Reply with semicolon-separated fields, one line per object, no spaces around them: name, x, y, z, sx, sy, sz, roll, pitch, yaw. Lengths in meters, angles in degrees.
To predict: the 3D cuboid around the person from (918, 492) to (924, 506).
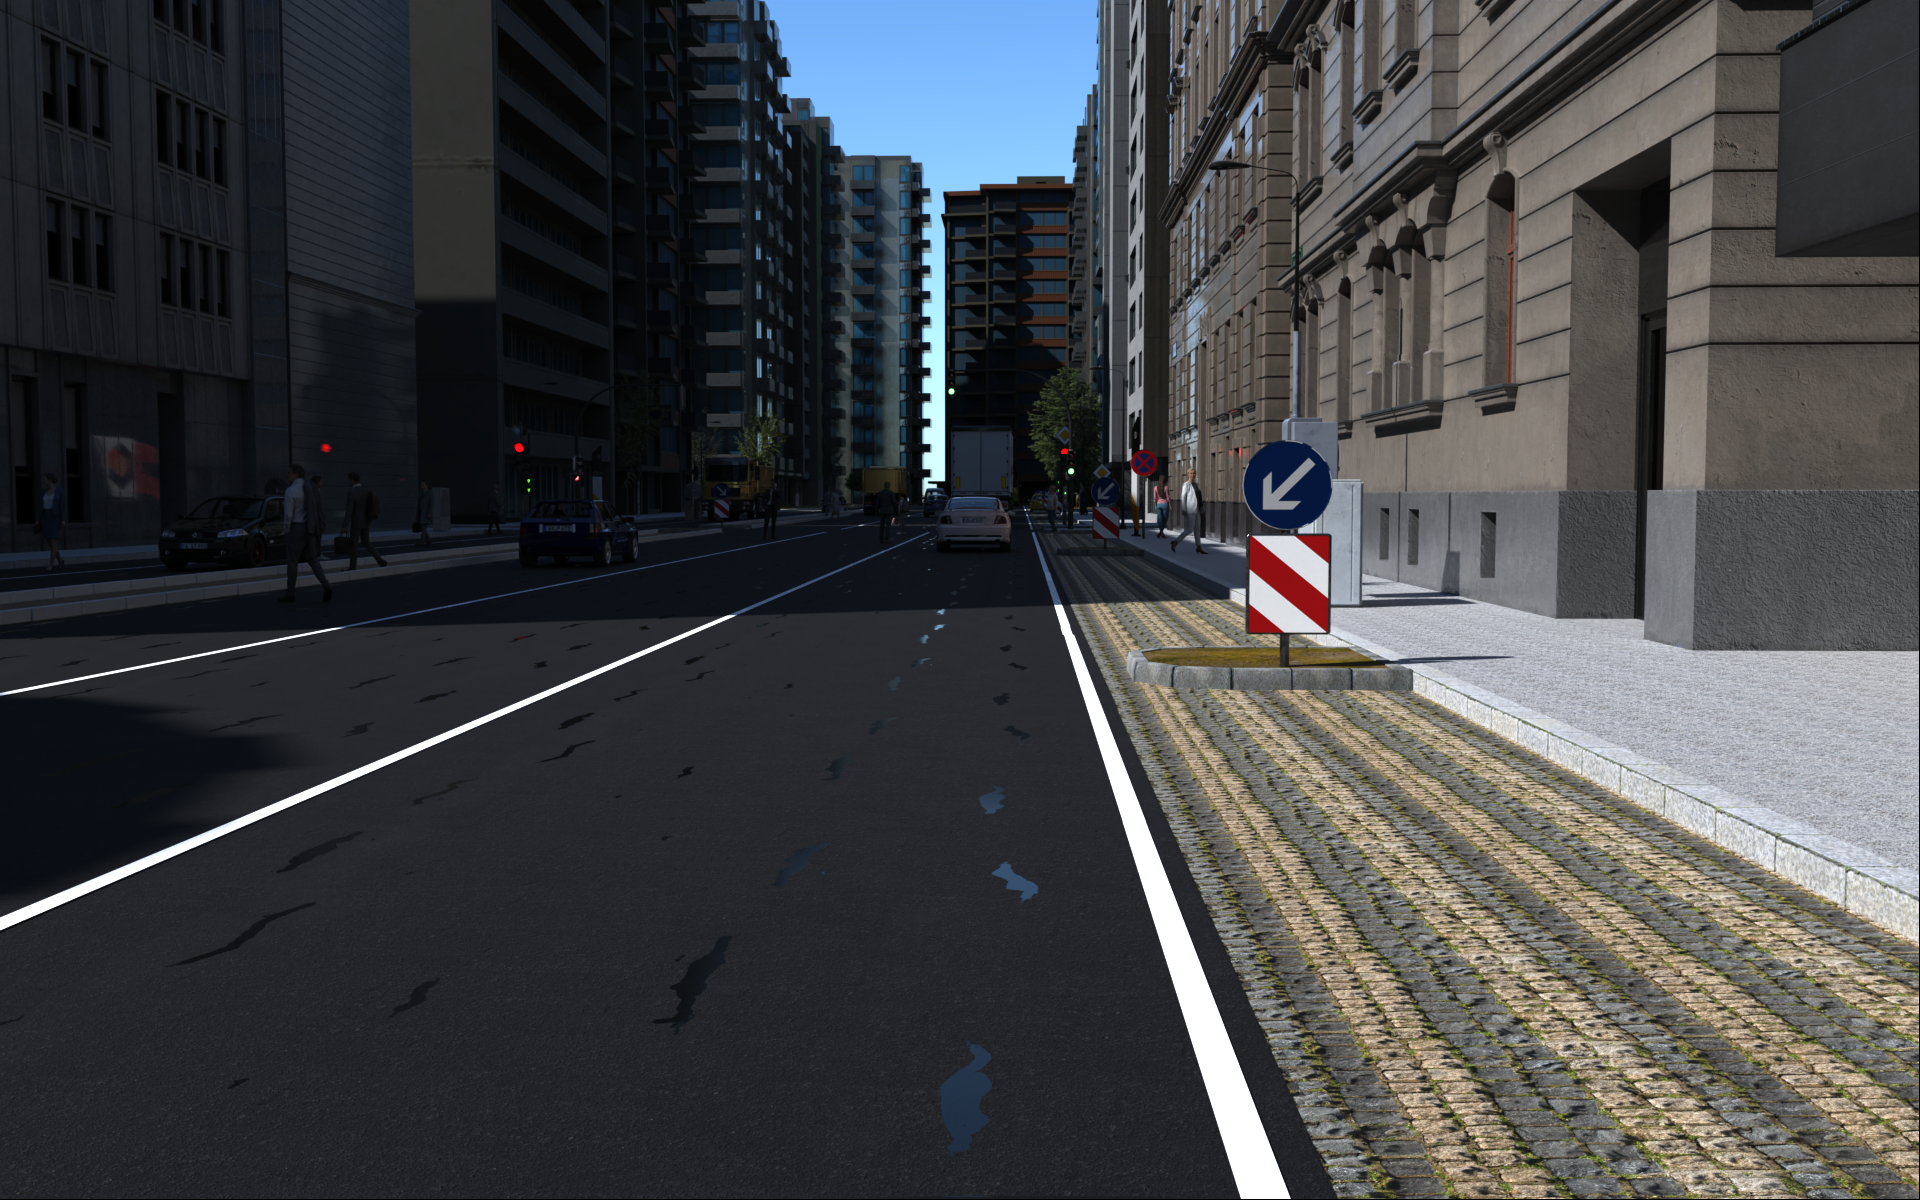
person;-4.604;-12.196;208.616;0.721;1.743;1.217;-3;5;-44

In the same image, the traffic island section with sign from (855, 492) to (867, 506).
traffic island section with sign;-11.124;-11.759;200.880;1.989;1.847;2.006;0;4;2

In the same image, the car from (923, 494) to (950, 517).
car;-1.345;-5.895;108.386;2.014;1.417;4.499;0;4;1

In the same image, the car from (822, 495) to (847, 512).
car;-9.862;-7.562;136.221;1.945;1.354;3.894;0;4;2

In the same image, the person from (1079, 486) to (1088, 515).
person;7.477;-6.029;105.031;0.576;1.772;0.534;3;5;39

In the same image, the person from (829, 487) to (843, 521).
person;-6.576;-5.065;91.664;0.694;1.780;0.624;-2;4;-32

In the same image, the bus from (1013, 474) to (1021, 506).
bus;6.047;-13.663;214.934;2.896;3.916;12.252;0;4;3

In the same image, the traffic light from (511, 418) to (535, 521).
traffic light;-16.137;-4.584;63.862;0.839;4.253;0.868;0;4;2

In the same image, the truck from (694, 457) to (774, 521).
truck;-11.991;-5.979;93.688;3.469;3.379;9.791;0;4;2

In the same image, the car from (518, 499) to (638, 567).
car;-7.700;-1.385;35.233;1.945;1.354;3.894;0;4;2

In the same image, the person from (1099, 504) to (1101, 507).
person;12.320;-8.801;153.169;0.599;1.433;0.991;-2;4;-32

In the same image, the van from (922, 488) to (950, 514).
van;-1.704;-7.024;121.848;2.013;2.044;4.112;0;4;1

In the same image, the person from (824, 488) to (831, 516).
person;-8.102;-5.999;106.791;0.583;1.804;0.606;-3;5;-43

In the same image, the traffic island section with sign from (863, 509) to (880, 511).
traffic island section with sign;-7.134;-8.464;146.516;2.006;1.907;1.989;0;4;2

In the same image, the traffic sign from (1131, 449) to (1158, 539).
traffic sign;5.245;-3.016;49.418;0.768;2.556;0.104;0;4;4

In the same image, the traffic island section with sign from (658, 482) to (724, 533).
traffic island section with sign;-9.980;-3.418;64.019;2.006;1.907;1.989;0;4;2

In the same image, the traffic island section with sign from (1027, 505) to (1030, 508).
traffic island section with sign;7.845;-10.052;172.972;1.989;1.847;2.006;0;4;2

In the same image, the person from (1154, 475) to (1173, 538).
person;5.903;-2.703;50.246;0.555;1.821;0.388;1;4;18

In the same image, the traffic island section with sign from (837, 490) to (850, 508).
traffic island section with sign;-12.061;-10.111;173.942;1.989;1.847;2.006;0;4;2

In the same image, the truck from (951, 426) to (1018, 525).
truck;1.101;-5.376;76.810;2.839;4.237;11.283;0;4;3

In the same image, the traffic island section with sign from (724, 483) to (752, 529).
traffic island section with sign;-9.715;-3.871;71.422;2.006;1.907;1.989;0;4;2

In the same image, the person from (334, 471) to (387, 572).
person;-10.632;-1.361;30.714;0.822;1.834;0.622;1;4;14

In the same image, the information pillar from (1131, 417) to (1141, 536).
information pillar;5.340;-3.749;52.650;0.183;3.616;0.504;-1;4;-15

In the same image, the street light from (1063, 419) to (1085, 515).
street light;7.065;-8.235;107.179;1.470;5.913;1.316;0;4;2

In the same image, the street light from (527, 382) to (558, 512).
street light;-17.331;-6.070;71.784;1.470;5.913;1.316;0;4;2

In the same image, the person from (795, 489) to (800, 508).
person;-15.001;-9.380;160.082;0.551;1.740;0.621;2;4;29

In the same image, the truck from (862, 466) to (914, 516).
truck;-5.063;-7.521;118.900;3.469;3.379;9.791;0;4;1

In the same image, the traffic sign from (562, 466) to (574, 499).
traffic sign;-17.395;-4.725;77.357;0.768;2.556;0.104;1;4;8

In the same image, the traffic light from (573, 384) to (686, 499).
traffic light;-13.768;-5.941;71.806;4.771;5.953;1.251;0;4;2

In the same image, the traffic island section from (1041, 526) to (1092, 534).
traffic island section;4.052;-2.509;63.298;2.009;0.180;2.903;0;4;2

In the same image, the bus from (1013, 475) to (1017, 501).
bus;1.718;-6.340;98.515;2.948;3.499;13.247;0;4;2

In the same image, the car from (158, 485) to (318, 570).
car;-14.032;-1.470;33.827;2.009;1.686;4.222;0;4;1

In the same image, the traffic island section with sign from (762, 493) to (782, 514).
traffic island section with sign;-13.792;-7.031;123.577;1.989;1.847;2.006;0;4;2

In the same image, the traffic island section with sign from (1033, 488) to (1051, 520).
traffic island section with sign;5.184;-5.335;95.862;1.989;1.847;2.006;0;4;2

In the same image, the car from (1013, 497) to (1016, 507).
car;5.386;-11.608;198.579;1.959;1.807;4.718;0;4;3

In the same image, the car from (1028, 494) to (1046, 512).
car;6.314;-7.642;135.169;2.015;1.641;3.980;0;4;2

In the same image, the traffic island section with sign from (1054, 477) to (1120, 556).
traffic island section with sign;3.276;-1.959;40.660;1.989;1.847;2.006;0;4;2

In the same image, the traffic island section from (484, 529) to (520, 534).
traffic island section;-16.177;-2.552;63.998;2.009;0.180;2.903;0;4;2

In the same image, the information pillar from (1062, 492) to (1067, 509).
information pillar;8.713;-8.570;144.614;0.304;2.012;0.304;-1;4;-13

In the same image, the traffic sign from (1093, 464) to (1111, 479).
traffic sign;6.145;-4.586;74.717;0.795;2.593;0.064;0;4;8

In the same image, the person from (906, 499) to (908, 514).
person;-3.984;-7.205;126.563;0.793;1.790;0.793;-3;4;-39

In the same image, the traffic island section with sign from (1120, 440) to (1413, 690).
traffic island section with sign;2.328;-0.299;13.519;1.989;1.847;2.006;0;4;2

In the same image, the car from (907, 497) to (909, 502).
car;-7.557;-12.840;222.292;2.083;1.381;4.827;0;4;2

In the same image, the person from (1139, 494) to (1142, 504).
person;12.076;-6.387;114.734;0.475;1.303;0.640;0;4;6

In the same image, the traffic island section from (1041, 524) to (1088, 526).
traffic island section;4.328;-2.997;71.278;2.009;0.180;2.903;0;4;2

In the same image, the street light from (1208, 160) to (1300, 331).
street light;4.159;-3.163;24.264;1.470;5.913;1.316;0;4;2

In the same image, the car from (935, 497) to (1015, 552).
car;0.376;-1.954;44.311;2.083;1.381;4.827;0;4;1

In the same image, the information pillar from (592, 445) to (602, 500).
information pillar;-17.270;-5.574;82.488;0.504;3.616;0.183;-3;4;-36

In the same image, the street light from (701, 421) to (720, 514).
street light;-15.963;-8.438;110.502;1.470;5.913;1.316;0;4;2

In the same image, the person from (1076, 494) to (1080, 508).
person;10.866;-9.366;159.182;1.348;1.824;0.705;1;4;11

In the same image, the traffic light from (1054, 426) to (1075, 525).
traffic light;4.288;-5.030;71.166;0.839;4.253;0.868;0;4;2

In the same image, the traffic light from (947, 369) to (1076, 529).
traffic light;1.919;-5.410;63.116;4.771;5.953;1.251;0;4;2

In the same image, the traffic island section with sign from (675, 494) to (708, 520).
traffic island section with sign;-14.724;-5.383;96.638;1.989;1.847;2.006;0;4;2

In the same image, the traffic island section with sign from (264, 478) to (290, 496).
traffic island section with sign;-16.624;-2.020;41.656;1.989;1.847;2.006;0;4;2

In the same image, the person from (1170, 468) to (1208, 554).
person;4.916;-1.908;37.124;0.818;1.842;0.514;1;4;22

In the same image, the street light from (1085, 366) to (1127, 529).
street light;5.409;-5.540;63.125;1.470;5.913;1.316;0;4;2
